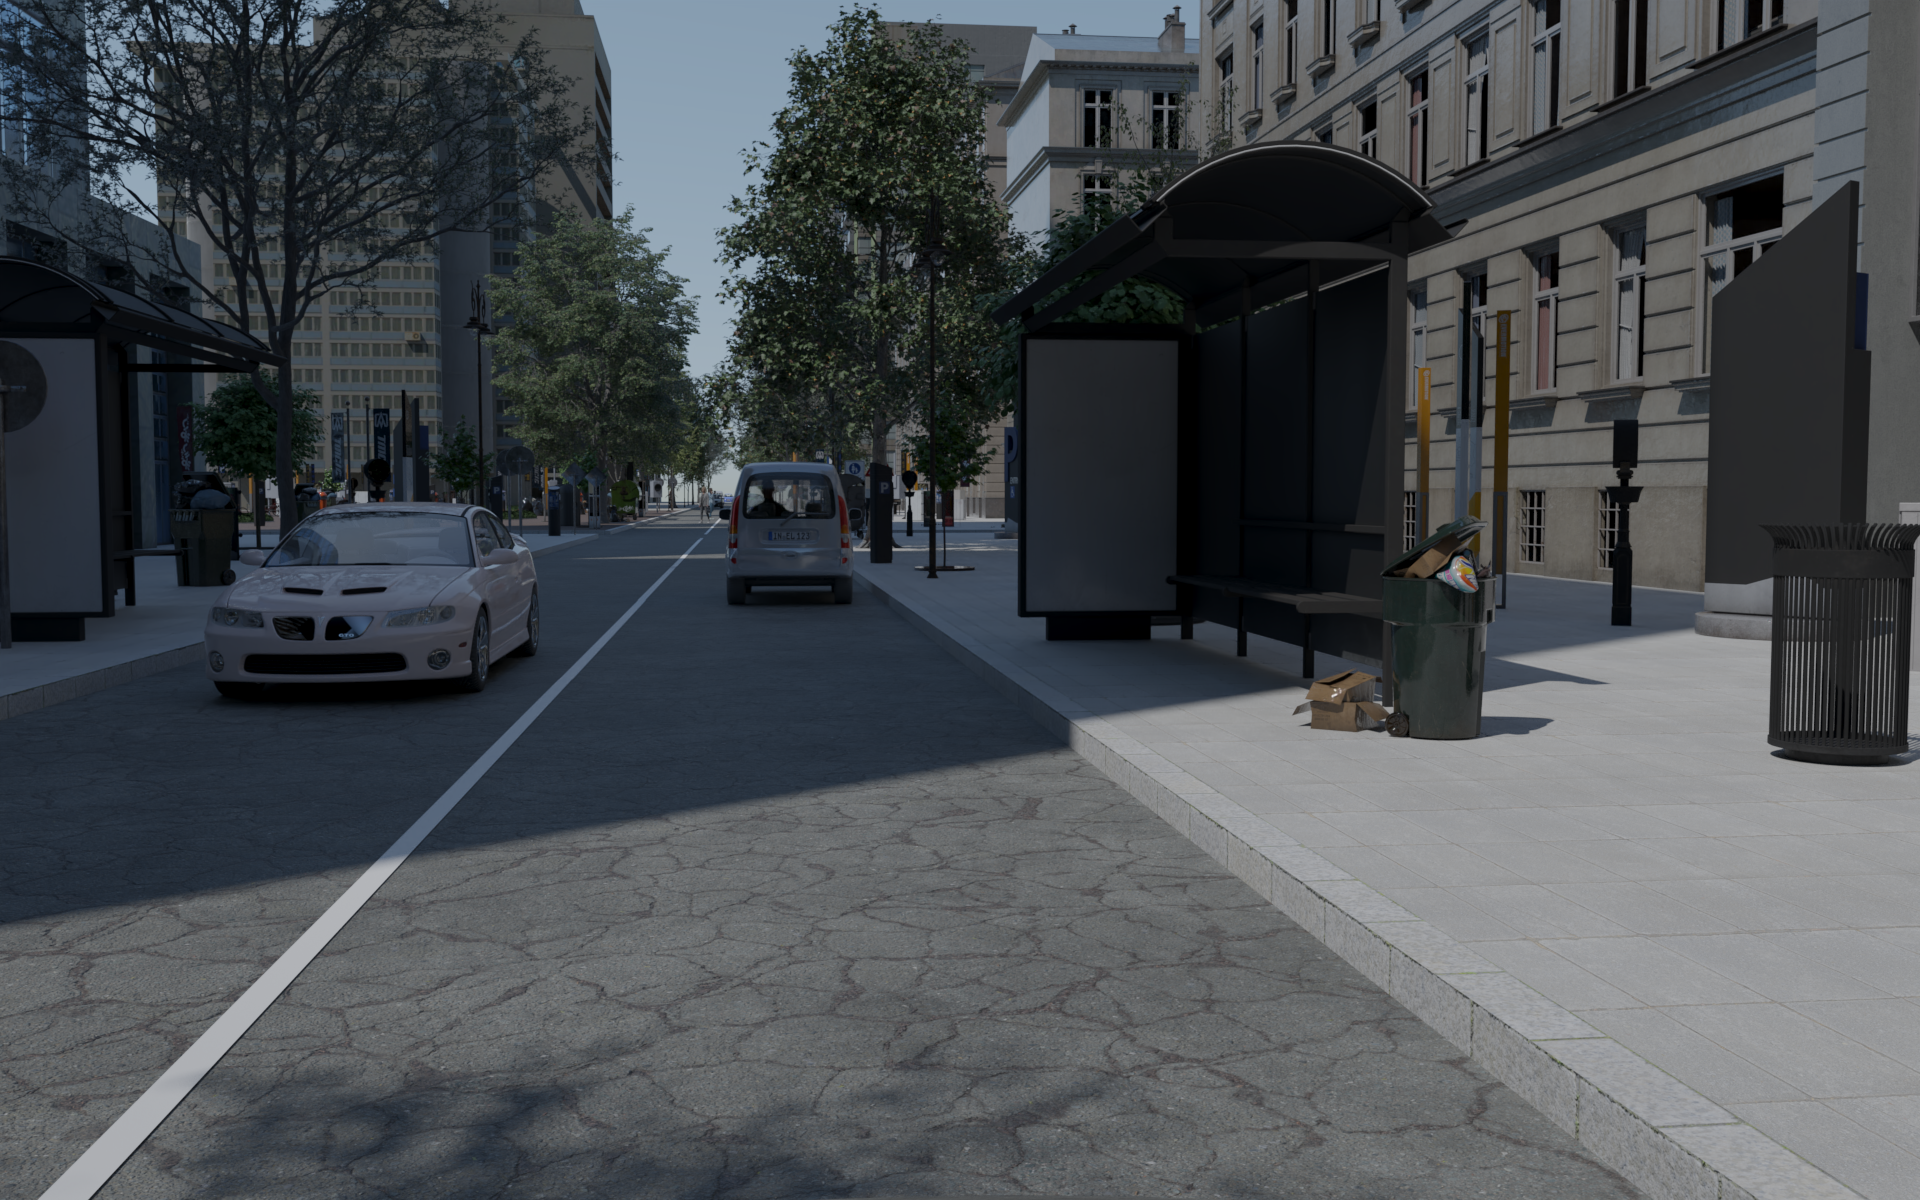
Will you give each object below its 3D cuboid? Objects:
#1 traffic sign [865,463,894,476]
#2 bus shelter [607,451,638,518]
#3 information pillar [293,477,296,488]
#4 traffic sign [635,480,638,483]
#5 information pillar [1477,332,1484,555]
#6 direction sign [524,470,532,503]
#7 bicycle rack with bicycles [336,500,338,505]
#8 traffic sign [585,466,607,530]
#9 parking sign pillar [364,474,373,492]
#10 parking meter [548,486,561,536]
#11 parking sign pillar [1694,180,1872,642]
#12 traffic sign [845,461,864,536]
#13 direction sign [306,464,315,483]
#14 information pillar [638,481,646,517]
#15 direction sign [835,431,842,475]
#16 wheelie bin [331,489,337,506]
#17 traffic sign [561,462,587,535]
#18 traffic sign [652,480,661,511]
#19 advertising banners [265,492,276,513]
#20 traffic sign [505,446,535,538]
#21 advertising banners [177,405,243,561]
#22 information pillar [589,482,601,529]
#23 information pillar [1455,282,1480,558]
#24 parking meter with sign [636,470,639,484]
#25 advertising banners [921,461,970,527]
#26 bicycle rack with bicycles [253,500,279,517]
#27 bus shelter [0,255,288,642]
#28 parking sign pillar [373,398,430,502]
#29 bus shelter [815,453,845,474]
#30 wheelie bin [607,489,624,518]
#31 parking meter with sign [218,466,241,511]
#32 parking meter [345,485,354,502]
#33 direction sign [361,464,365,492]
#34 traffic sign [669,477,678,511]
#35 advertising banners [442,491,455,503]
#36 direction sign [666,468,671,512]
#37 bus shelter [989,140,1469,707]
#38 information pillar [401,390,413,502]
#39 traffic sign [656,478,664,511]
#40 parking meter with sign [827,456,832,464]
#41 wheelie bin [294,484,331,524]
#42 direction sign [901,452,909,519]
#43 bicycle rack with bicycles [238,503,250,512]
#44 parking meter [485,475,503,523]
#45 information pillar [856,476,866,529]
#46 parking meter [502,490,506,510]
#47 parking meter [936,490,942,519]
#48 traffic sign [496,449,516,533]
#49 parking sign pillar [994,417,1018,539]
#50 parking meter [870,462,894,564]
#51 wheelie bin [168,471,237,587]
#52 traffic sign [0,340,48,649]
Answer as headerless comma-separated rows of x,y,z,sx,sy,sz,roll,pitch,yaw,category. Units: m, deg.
-2.396,-3.162,51.708,0.884,2.594,0.081,0,4,1,traffic sign
-18.925,-6.451,96.750,1.731,3.624,6.357,0,4,-7,bus shelter
-29.480,-4.401,76.444,0.304,2.012,0.304,-1,4,-10,information pillar
-24.055,-7.822,127.887,0.884,2.594,0.081,0,4,1,traffic sign
6.365,-1.856,21.698,0.183,3.616,0.504,-1,4,-15,information pillar
-26.573,-7.057,107.385,0.876,3.537,0.379,-2,4,-34,direction sign
-37.521,-5.562,104.328,2.925,0.926,2.852,2,4,26,bicycle rack with bicycles
-13.055,-3.578,62.145,0.795,2.450,0.064,0,4,-7,traffic sign
-44.185,-8.669,130.213,1.447,3.967,1.447,2,4,31,parking sign pillar
-12.423,-2.728,53.018,0.372,1.533,0.369,0,3,0,parking meter
7.456,-1.660,15.613,1.447,3.967,1.447,-2,4,-32,parking sign pillar
-3.213,-3.110,52.980,0.606,2.300,0.079,0,4,2,traffic sign
-48.581,-8.413,129.557,0.379,3.537,0.876,1,4,23,direction sign
-17.646,-5.601,96.061,0.304,2.012,0.304,1,4,14,information pillar
-4.387,-4.309,62.456,0.379,3.537,0.876,-1,4,-18,direction sign
-36.784,-5.694,101.011,0.980,1.594,0.693,0,4,8,wheelie bin
-12.068,-3.093,54.220,0.795,2.450,0.064,0,4,-7,traffic sign
-22.458,-7.713,128.235,0.606,2.300,0.079,0,4,-7,traffic sign
-47.637,-7.586,120.218,0.090,3.025,2.074,1,4,21,advertising banners
-11.567,-2.780,45.566,0.768,2.556,0.104,0,4,-6,traffic sign
-14.664,-2.300,33.794,2.074,3.025,0.090,2,4,35,advertising banners
-13.497,-3.637,63.960,0.304,2.012,0.304,3,5,43,information pillar
5.661,-1.716,19.403,0.183,3.616,0.504,1,4,18,information pillar
-23.082,-7.779,123.448,0.543,3.016,1.738,1,4,12,parking meter with sign
-0.497,-4.376,67.733,2.074,3.025,0.090,-1,4,-13,advertising banners
-38.956,-5.277,99.658,2.925,0.926,2.852,-1,4,-16,bicycle rack with bicycles
-8.505,-1.439,17.444,2.014,3.302,5.546,0,4,-7,bus shelter
-15.580,-3.713,49.183,1.447,3.967,1.447,3,5,45,parking sign pillar
-6.951,-5.775,88.347,2.014,3.302,5.546,0,4,-7,bus shelter
-17.741,-4.980,89.332,0.980,1.594,0.693,-1,4,-23,wheelie bin
-47.296,-7.083,112.067,1.738,3.016,0.543,1,4,13,parking meter with sign
-32.191,-5.235,91.296,0.399,1.863,0.255,1,4,15,parking meter
-45.542,-8.577,132.228,0.379,3.537,0.876,0,4,-1,direction sign
-22.039,-8.119,132.847,0.768,2.556,0.104,0,4,0,traffic sign
-29.208,-6.323,99.568,0.090,3.025,2.074,1,4,14,advertising banners
-21.310,-8.234,126.624,0.379,3.537,0.876,-1,4,-9,direction sign
1.596,-1.147,12.683,2.014,3.302,5.546,0,4,-7,bus shelter
-12.471,-2.920,39.101,0.183,3.616,0.504,0,4,-2,information pillar
-23.465,-8.258,135.120,0.768,2.556,0.104,0,4,-5,traffic sign
-5.895,-5.123,80.025,0.543,3.016,1.738,0,4,-7,parking meter with sign
-19.597,-2.694,51.947,0.693,1.594,0.980,2,4,31,wheelie bin
-2.807,-5.914,88.692,0.379,3.537,0.876,2,4,26,direction sign
-50.086,-6.801,124.580,2.852,0.926,2.925,-2,4,-29,bicycle rack with bicycles
-14.187,-2.886,52.898,0.399,1.863,0.255,-2,4,-27,parking meter
-3.643,-3.587,63.139,0.304,2.012,0.304,3,4,36,information pillar
-32.286,-6.969,122.359,0.372,1.533,0.369,0,3,0,parking meter
-1.023,-4.873,88.080,0.372,1.533,0.369,0,3,0,parking meter
-12.789,-2.999,49.148,0.768,2.556,0.104,0,3,0,traffic sign
1.698,-3.751,49.805,1.447,3.967,1.447,-1,4,-18,parking sign pillar
-1.449,-1.614,32.105,0.399,1.863,0.255,-2,4,-32,parking meter
-10.561,-0.994,24.166,0.980,1.594,0.693,1,4,23,wheelie bin
-7.931,-0.870,14.324,0.768,2.556,0.104,0,4,-4,traffic sign
